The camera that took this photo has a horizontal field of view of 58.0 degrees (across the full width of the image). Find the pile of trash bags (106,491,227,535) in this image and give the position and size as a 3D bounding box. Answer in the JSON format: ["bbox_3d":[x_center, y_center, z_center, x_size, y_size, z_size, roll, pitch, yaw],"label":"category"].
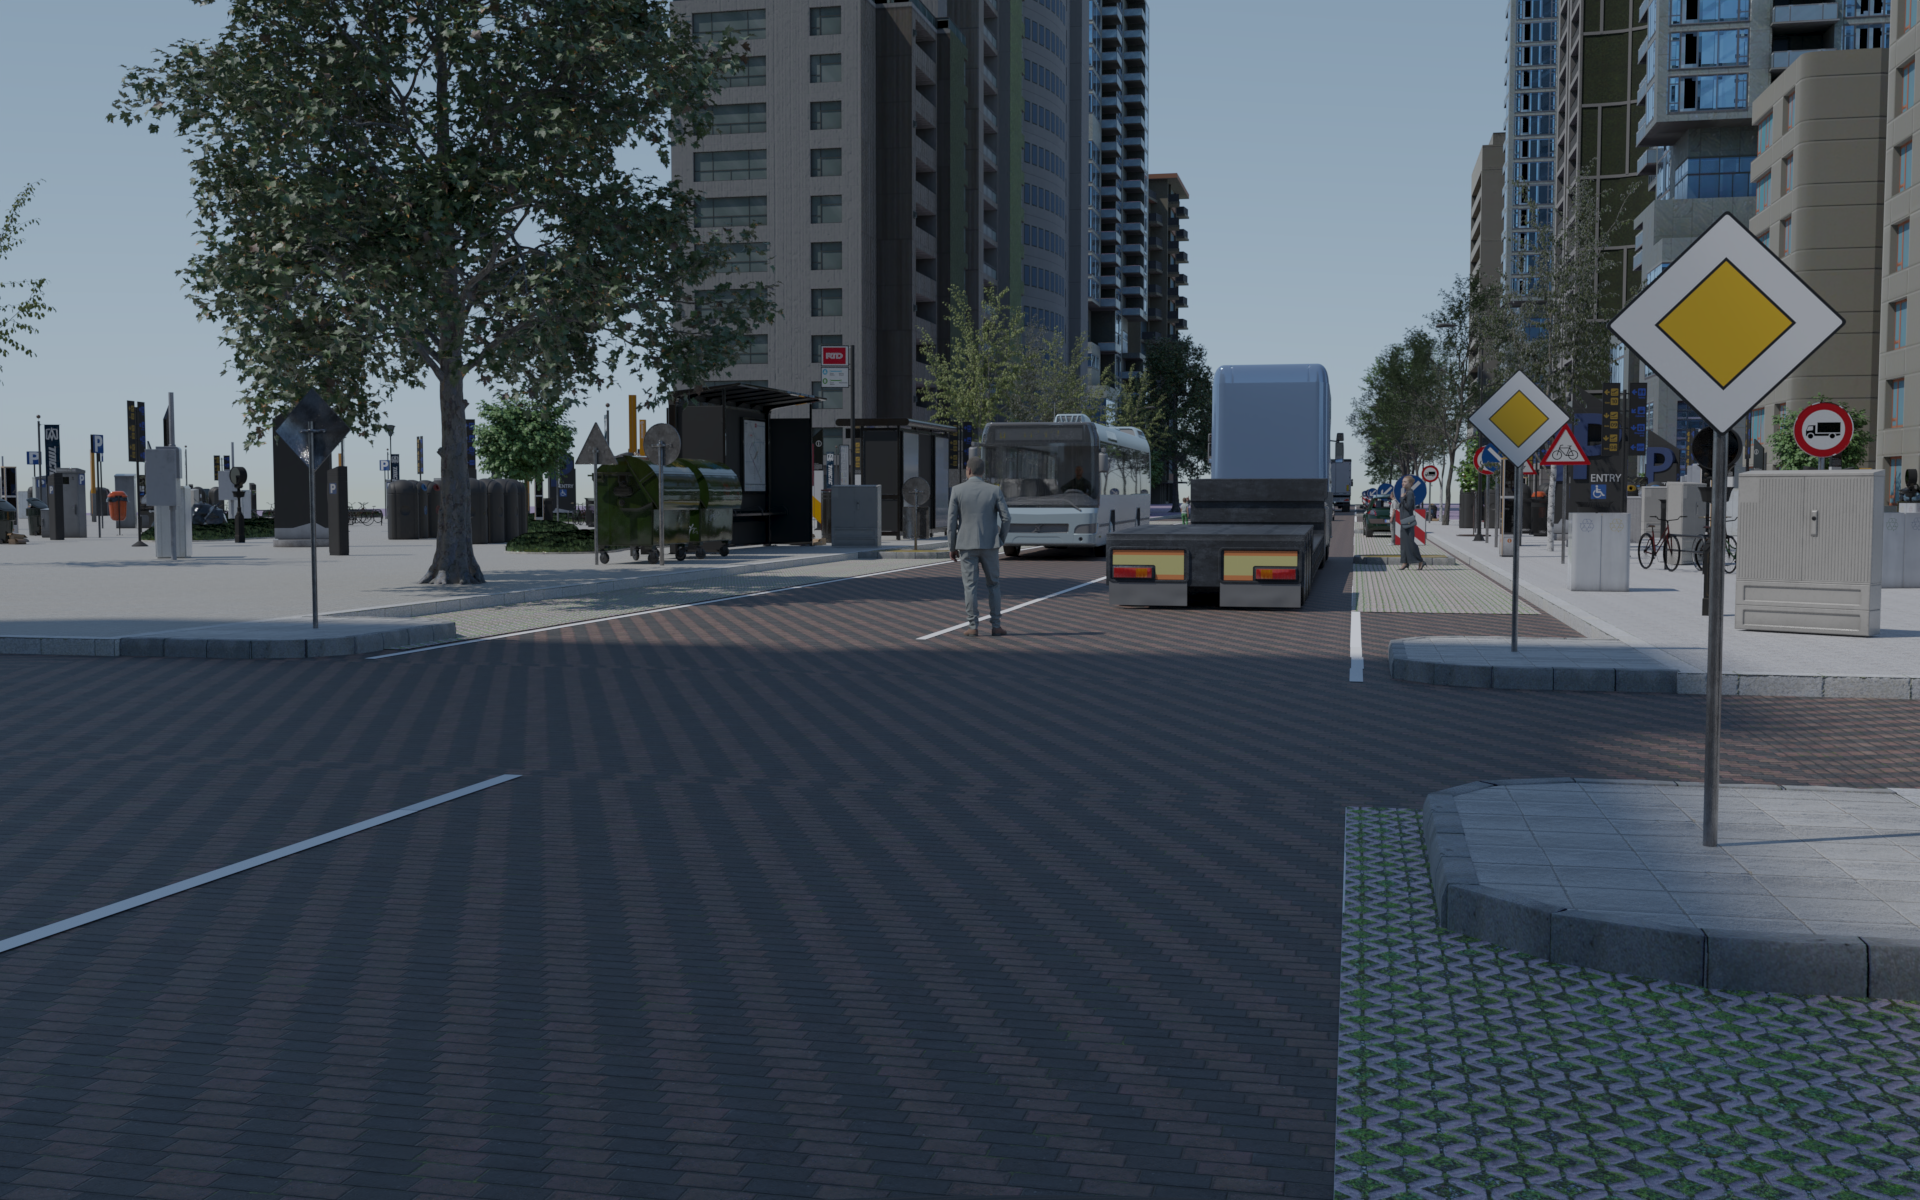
[{"bbox_3d":[-25.087,-2.756,54.806,3.447,1.369,1.912,-2,4,-33],"label":"pile of trash bags"}]

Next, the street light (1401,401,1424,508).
[{"bbox_3d":[22.476,-6.947,86.126,1.470,5.913,1.316,1,4,13],"label":"street light"}]

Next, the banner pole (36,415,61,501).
[{"bbox_3d":[-28.806,-3.956,54.700,0.863,3.779,0.401,0,4,-5],"label":"banner pole"}]

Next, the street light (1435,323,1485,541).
[{"bbox_3d":[13.617,-4.563,47.140,1.470,5.913,1.316,1,4,13],"label":"street light"}]

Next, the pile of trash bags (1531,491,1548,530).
[{"bbox_3d":[21.111,-3.143,61.143,1.912,1.369,3.447,3,5,44],"label":"pile of trash bags"}]

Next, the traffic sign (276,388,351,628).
[{"bbox_3d":[-6.156,-0.786,16.487,0.795,2.450,0.064,1,4,13],"label":"traffic sign"}]

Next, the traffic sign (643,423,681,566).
[{"bbox_3d":[-5.348,-1.890,31.001,0.768,2.556,0.104,1,4,21],"label":"traffic sign"}]

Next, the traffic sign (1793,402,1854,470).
[{"bbox_3d":[11.935,-1.463,24.019,0.768,2.556,0.104,1,4,13],"label":"traffic sign"}]

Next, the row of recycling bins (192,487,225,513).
[{"bbox_3d":[-42.066,-5.352,94.625,3.534,1.692,1.069,-1,4,-15],"label":"row of recycling bins"}]

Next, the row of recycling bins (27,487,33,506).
[{"bbox_3d":[-42.617,-4.520,81.008,1.069,1.692,3.534,0,4,-6],"label":"row of recycling bins"}]

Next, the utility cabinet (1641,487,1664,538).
[{"bbox_3d":[20.474,-2.552,50.397,1.173,1.500,0.318,0,4,5],"label":"utility cabinet"}]

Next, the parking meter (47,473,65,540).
[{"bbox_3d":[-25.140,-2.597,48.169,0.399,1.863,0.255,3,4,36],"label":"parking meter"}]

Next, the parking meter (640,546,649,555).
[{"bbox_3d":[-6.655,-1.897,36.734,0.255,1.863,0.399,-1,4,-9],"label":"parking meter"}]

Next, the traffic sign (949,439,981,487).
[{"bbox_3d":[0.576,-4.292,64.039,2.265,3.308,0.079,1,4,17],"label":"traffic sign"}]

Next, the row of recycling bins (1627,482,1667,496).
[{"bbox_3d":[23.360,-3.057,57.095,3.534,1.692,1.069,2,4,26],"label":"row of recycling bins"}]

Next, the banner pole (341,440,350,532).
[{"bbox_3d":[-21.024,-4.224,59.074,0.401,3.779,0.863,-1,4,-12],"label":"banner pole"}]

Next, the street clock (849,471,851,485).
[{"bbox_3d":[-3.487,-3.037,54.221,0.358,2.002,0.471,-1,4,-9],"label":"street clock"}]

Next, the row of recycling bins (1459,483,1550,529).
[{"bbox_3d":[20.360,-3.497,64.288,3.534,1.692,1.069,1,4,17],"label":"row of recycling bins"}]

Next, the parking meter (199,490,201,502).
[{"bbox_3d":[-38.347,-4.813,87.101,0.372,1.533,0.369,0,3,0],"label":"parking meter"}]

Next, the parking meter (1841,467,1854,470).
[{"bbox_3d":[19.089,-1.944,37.490,0.399,1.863,0.255,0,4,6],"label":"parking meter"}]

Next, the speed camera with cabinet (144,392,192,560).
[{"bbox_3d":[-15.691,-2.445,34.310,0.660,3.252,2.038,-1,4,-17],"label":"speed camera with cabinet"}]

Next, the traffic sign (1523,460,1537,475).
[{"bbox_3d":[15.293,-2.896,47.358,0.884,2.594,0.081,1,4,13],"label":"traffic sign"}]

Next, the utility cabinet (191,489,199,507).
[{"bbox_3d":[-36.776,-4.516,82.522,1.173,1.500,0.318,2,4,28],"label":"utility cabinet"}]

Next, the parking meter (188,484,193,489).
[{"bbox_3d":[-44.998,-5.851,101.370,0.255,1.863,0.399,-2,4,-25],"label":"parking meter"}]

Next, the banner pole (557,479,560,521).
[{"bbox_3d":[-17.586,-5.246,75.796,0.401,3.779,0.863,0,4,-5],"label":"banner pole"}]

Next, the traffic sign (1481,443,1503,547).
[{"bbox_3d":[12.902,-2.538,41.600,0.768,2.556,0.104,1,4,20],"label":"traffic sign"}]

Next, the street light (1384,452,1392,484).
[{"bbox_3d":[30.817,-9.169,122.448,1.470,5.913,1.316,1,4,13],"label":"street light"}]

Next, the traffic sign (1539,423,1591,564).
[{"bbox_3d":[11.075,-1.941,31.738,0.884,2.594,0.081,1,4,21],"label":"traffic sign"}]

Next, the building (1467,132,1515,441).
[{"bbox_3d":[78.259,-36.862,226.401,21.300,48.544,21.600,1,4,13],"label":"building"}]

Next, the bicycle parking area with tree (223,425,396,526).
[{"bbox_3d":[-25.909,-5.267,73.112,9.016,4.147,8.231,-3,5,-45],"label":"bicycle parking area with tree"}]

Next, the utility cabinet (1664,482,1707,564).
[{"bbox_3d":[13.241,-1.399,31.551,0.318,1.500,1.173,3,5,42],"label":"utility cabinet"}]

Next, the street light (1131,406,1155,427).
[{"bbox_3d":[9.637,-7.302,91.934,1.470,5.913,1.316,1,4,13],"label":"street light"}]

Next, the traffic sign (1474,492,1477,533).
[{"bbox_3d":[17.022,-3.494,57.123,0.884,2.594,0.081,1,4,18],"label":"traffic sign"}]

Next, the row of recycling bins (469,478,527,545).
[{"bbox_3d":[-12.315,-2.357,45.642,1.069,1.692,3.534,0,4,7],"label":"row of recycling bins"}]

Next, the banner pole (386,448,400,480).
[{"bbox_3d":[-31.090,-6.414,94.893,0.863,3.779,0.401,0,4,-3],"label":"banner pole"}]

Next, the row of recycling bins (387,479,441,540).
[{"bbox_3d":[-15.634,-2.632,50.138,1.069,1.692,3.534,0,4,5],"label":"row of recycling bins"}]

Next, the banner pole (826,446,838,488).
[{"bbox_3d":[-6.594,-6.107,89.862,0.863,3.779,0.401,2,4,29],"label":"banner pole"}]

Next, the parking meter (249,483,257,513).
[{"bbox_3d":[-36.522,-5.124,89.480,0.255,1.863,0.399,-3,5,-42],"label":"parking meter"}]

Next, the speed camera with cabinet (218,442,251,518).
[{"bbox_3d":[-27.881,-4.417,66.551,0.660,3.252,2.038,0,4,-5],"label":"speed camera with cabinet"}]

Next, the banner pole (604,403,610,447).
[{"bbox_3d":[-9.749,-3.537,47.847,0.401,3.779,0.863,-1,4,-21],"label":"banner pole"}]

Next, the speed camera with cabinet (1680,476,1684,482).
[{"bbox_3d":[29.483,-4.565,68.969,0.660,3.252,2.038,-2,4,-25],"label":"speed camera with cabinet"}]

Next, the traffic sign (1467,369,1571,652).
[{"bbox_3d":[4.510,-0.636,14.039,0.795,2.450,0.064,1,4,13],"label":"traffic sign"}]

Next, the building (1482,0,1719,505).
[{"bbox_3d":[71.789,-54.248,199.621,22.319,86.520,31.000,1,4,13],"label":"building"}]

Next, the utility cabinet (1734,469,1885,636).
[{"bbox_3d":[7.767,-0.440,15.869,0.318,1.500,1.173,-3,5,-44],"label":"utility cabinet"}]

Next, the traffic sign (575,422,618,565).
[{"bbox_3d":[-6.578,-1.914,31.293,0.884,2.594,0.081,1,4,19],"label":"traffic sign"}]

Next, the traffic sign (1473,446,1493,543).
[{"bbox_3d":[13.800,-2.763,45.280,0.768,2.556,0.104,1,4,19],"label":"traffic sign"}]

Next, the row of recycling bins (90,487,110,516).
[{"bbox_3d":[-50.981,-5.844,102.656,1.069,1.692,3.534,-1,4,-22],"label":"row of recycling bins"}]

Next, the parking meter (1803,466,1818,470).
[{"bbox_3d":[17.750,-1.853,36.013,0.399,1.863,0.255,0,4,7],"label":"parking meter"}]

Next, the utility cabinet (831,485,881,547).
[{"bbox_3d":[-2.502,-2.021,41.729,1.173,1.500,0.318,1,4,15],"label":"utility cabinet"}]

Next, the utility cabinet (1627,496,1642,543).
[{"bbox_3d":[17.440,-2.116,45.766,1.020,1.237,0.306,1,4,12],"label":"utility cabinet"}]

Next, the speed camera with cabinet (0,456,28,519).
[{"bbox_3d":[-49.117,-5.874,90.381,2.038,3.252,0.660,0,4,-5],"label":"speed camera with cabinet"}]

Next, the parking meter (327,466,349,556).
[{"bbox_3d":[-12.987,-1.863,36.165,0.399,1.863,0.255,2,4,33],"label":"parking meter"}]

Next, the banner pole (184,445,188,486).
[{"bbox_3d":[-39.815,-6.061,89.117,0.401,3.779,0.863,-2,4,-30],"label":"banner pole"}]

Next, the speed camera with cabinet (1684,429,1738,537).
[{"bbox_3d":[23.238,-3.567,52.651,2.038,3.252,0.660,2,4,32],"label":"speed camera with cabinet"}]

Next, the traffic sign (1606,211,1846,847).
[{"bbox_3d":[2.733,-0.160,6.254,0.795,2.450,0.064,1,4,13],"label":"traffic sign"}]

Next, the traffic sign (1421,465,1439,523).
[{"bbox_3d":[20.661,-4.651,76.148,0.768,2.556,0.104,1,4,15],"label":"traffic sign"}]

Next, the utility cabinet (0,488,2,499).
[{"bbox_3d":[-34.887,-3.307,62.750,0.318,1.500,1.173,3,5,43],"label":"utility cabinet"}]
